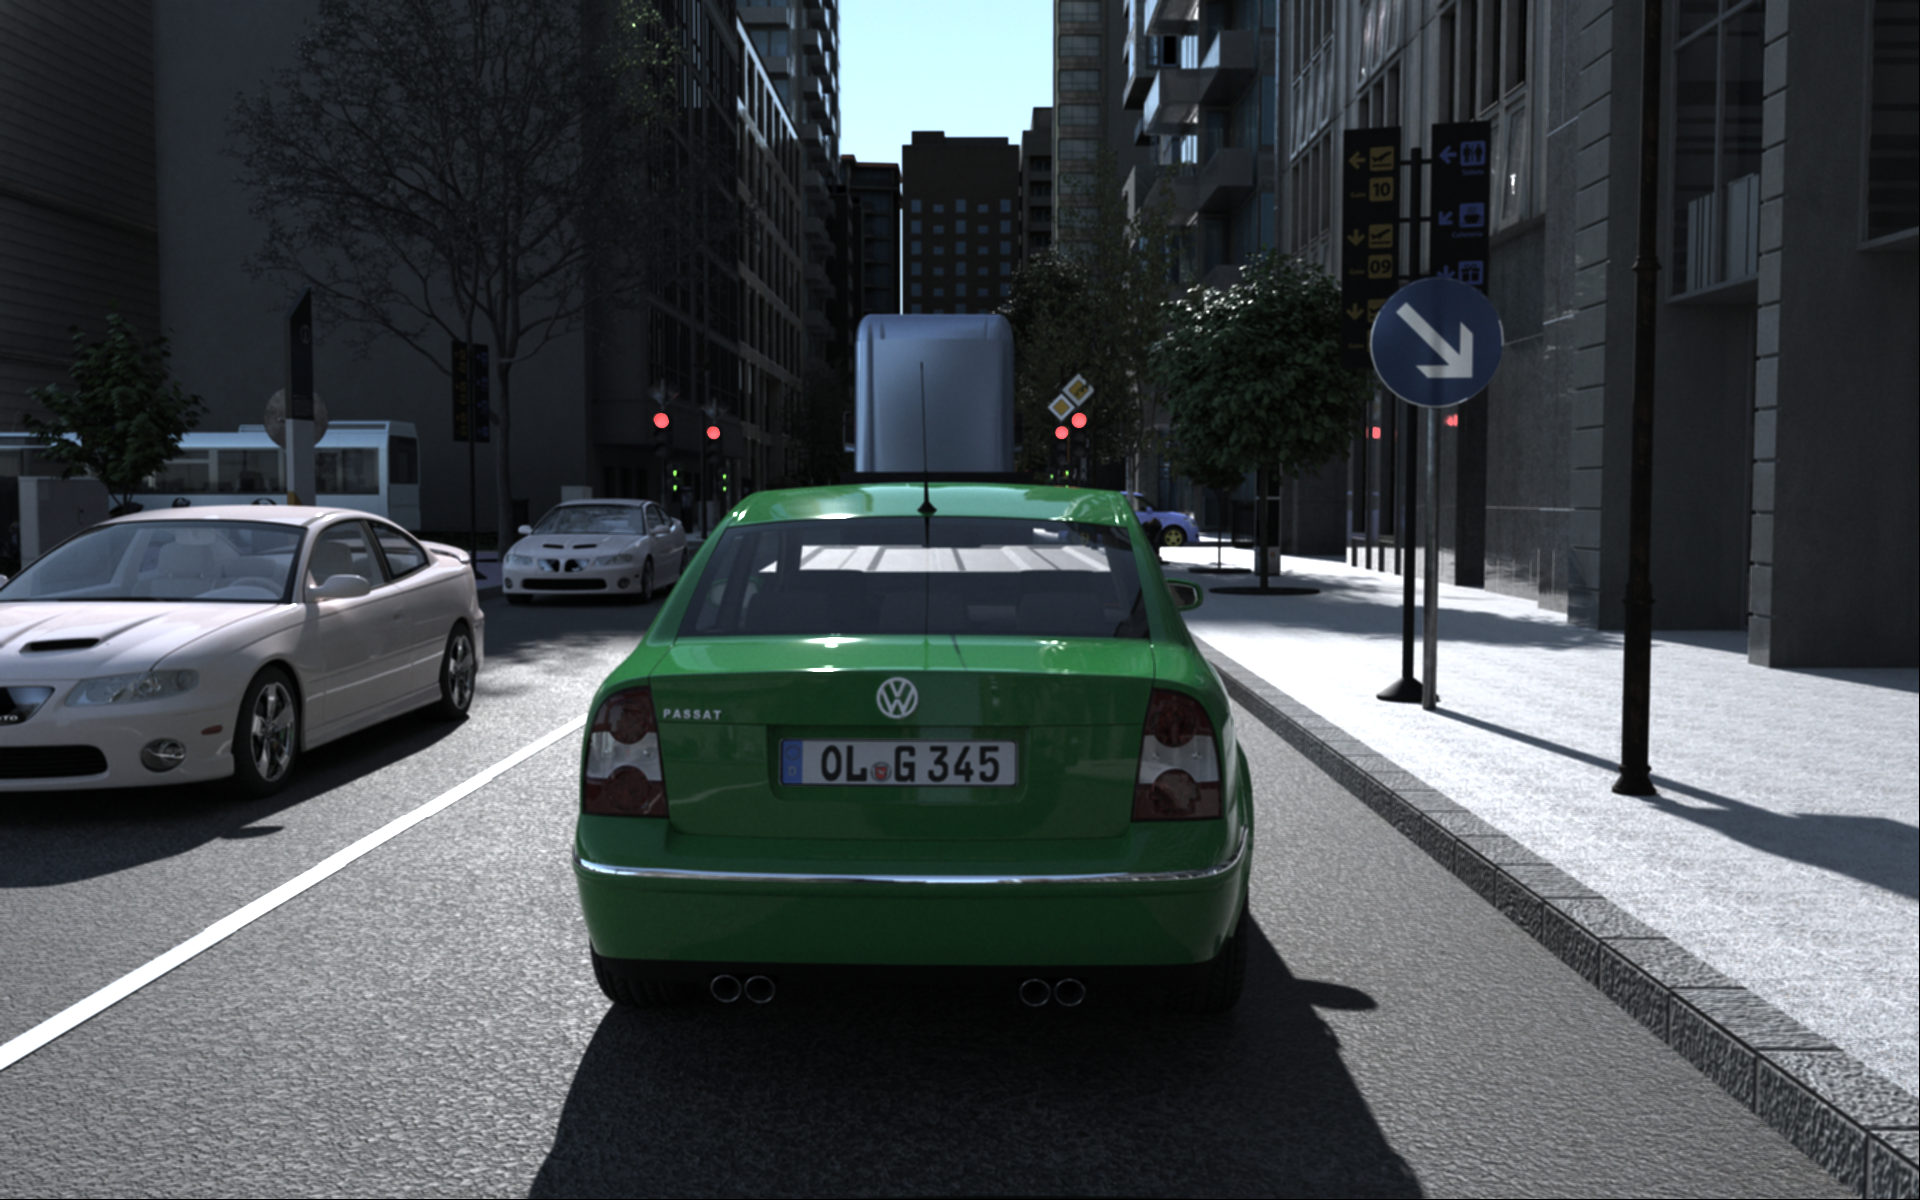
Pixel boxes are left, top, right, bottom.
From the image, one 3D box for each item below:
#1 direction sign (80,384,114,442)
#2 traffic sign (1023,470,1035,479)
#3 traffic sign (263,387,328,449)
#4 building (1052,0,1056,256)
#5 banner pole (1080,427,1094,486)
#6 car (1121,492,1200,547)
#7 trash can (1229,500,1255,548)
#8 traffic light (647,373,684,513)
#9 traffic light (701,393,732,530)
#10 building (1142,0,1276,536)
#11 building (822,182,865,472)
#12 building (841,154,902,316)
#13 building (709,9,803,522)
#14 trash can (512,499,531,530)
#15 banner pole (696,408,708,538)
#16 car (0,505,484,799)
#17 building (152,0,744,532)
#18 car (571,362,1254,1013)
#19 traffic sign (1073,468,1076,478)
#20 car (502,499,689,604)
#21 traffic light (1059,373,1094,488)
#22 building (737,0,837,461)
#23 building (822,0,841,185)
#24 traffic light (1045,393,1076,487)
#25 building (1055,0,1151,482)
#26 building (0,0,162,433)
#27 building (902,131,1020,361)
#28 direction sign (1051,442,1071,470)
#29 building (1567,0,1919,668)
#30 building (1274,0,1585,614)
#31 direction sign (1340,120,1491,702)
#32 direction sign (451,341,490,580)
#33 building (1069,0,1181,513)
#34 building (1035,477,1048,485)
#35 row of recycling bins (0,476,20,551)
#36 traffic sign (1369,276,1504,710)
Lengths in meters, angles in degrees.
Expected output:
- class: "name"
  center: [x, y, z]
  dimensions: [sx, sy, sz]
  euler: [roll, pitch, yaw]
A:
- class: "direction sign"
  center: [-17.549, -2.660, 35.483]
  dimensions: [0.379, 3.537, 0.876]
  euler: [2, 4, 33]
- class: "traffic sign"
  center: [3.564, -5.581, 91.353]
  dimensions: [0.768, 2.556, 0.104]
  euler: [0, 4, 3]
- class: "traffic sign"
  center: [-7.789, -1.236, 20.322]
  dimensions: [0.768, 2.556, 0.104]
  euler: [0, 4, 1]
- class: "building"
  center: [18.854, -37.601, 156.781]
  dimensions: [21.231, 58.520, 28.212]
  euler: [0, 4, 0]
- class: "banner pole"
  center: [4.791, -4.580, 64.904]
  dimensions: [0.863, 3.779, 0.401]
  euler: [0, 4, -2]
- class: "car"
  center: [4.415, -2.183, 45.286]
  dimensions: [3.694, 1.707, 1.945]
  euler: [0, 4, 2]
- class: "trash can"
  center: [6.749, -1.802, 41.119]
  dimensions: [0.748, 1.137, 0.748]
  euler: [0, 3, 0]
- class: "traffic light"
  center: [-6.879, -3.147, 40.379]
  dimensions: [0.839, 4.253, 0.868]
  euler: [0, 4, 0]
- class: "traffic light"
  center: [-6.810, -3.636, 48.363]
  dimensions: [0.839, 4.253, 0.868]
  euler: [0, 4, 0]
- class: "building"
  center: [21.766, -26.968, 60.529]
  dimensions: [30.456, 49.044, 23.786]
  euler: [0, 4, 0]
- class: "building"
  center: [-16.320, -23.826, 161.255]
  dimensions: [14.160, 30.474, 14.107]
  euler: [0, 4, 0]
- class: "building"
  center: [-21.812, -34.677, 221.589]
  dimensions: [28.867, 44.769, 22.147]
  euler: [0, 4, 0]
- class: "building"
  center: [-19.648, -17.576, 91.885]
  dimensions: [19.350, 26.468, 34.151]
  euler: [0, 4, 0]
- class: "trash can"
  center: [-12.488, -2.276, 48.858]
  dimensions: [0.748, 1.137, 0.748]
  euler: [0, 3, 0]
- class: "banner pole"
  center: [-7.530, -3.705, 50.589]
  dimensions: [0.401, 3.779, 0.863]
  euler: [0, 4, -6]
- class: "car"
  center: [-4.119, 0.164, 9.677]
  dimensions: [2.083, 1.381, 4.827]
  euler: [0, 4, 2]
- class: "building"
  center: [-16.441, -16.446, 62.406]
  dimensions: [14.314, 27.812, 24.014]
  euler: [0, 4, 0]
- class: "car"
  center: [-0.052, 0.160, 6.185]
  dimensions: [1.959, 1.807, 4.718]
  euler: [0, 4, 2]
- class: "traffic sign"
  center: [3.721, -3.584, 59.782]
  dimensions: [0.795, 2.450, 0.064]
  euler: [0, 4, 7]
- class: "car"
  center: [-4.970, -0.720, 24.131]
  dimensions: [2.083, 1.381, 4.827]
  euler: [0, 4, 1]
- class: "traffic light"
  center: [2.732, -3.143, 40.312]
  dimensions: [0.839, 4.253, 0.868]
  euler: [0, 4, 0]
- class: "building"
  center: [-21.646, -31.717, 138.184]
  dimensions: [23.786, 49.044, 30.456]
  euler: [0, 4, 0]
- class: "building"
  center: [-24.737, -53.286, 183.891]
  dimensions: [31.000, 86.520, 22.319]
  euler: [0, 4, 0]
- class: "traffic light"
  center: [2.801, -3.632, 48.297]
  dimensions: [0.839, 4.253, 0.868]
  euler: [0, 4, 0]
- class: "building"
  center: [14.394, -27.670, 135.994]
  dimensions: [14.154, 41.232, 14.086]
  euler: [0, 4, 0]
- class: "building"
  center: [-40.091, -16.483, 56.883]
  dimensions: [23.554, 28.519, 14.401]
  euler: [0, 4, 0]
- class: "building"
  center: [0.150, -34.652, 216.676]
  dimensions: [14.200, 45.320, 14.600]
  euler: [0, 4, 0]
- class: "direction sign"
  center: [4.329, -5.034, 74.305]
  dimensions: [0.876, 3.537, 0.379]
  euler: [0, 4, -8]
- class: "building"
  center: [11.260, -13.699, 1.479]
  dimensions: [11.434, 29.767, 29.804]
  euler: [0, 4, 0]
- class: "building"
  center: [12.581, -12.747, 26.441]
  dimensions: [12.078, 24.808, 19.932]
  euler: [0, 4, 0]
- class: "direction sign"
  center: [2.801, -1.146, 10.733]
  dimensions: [0.876, 3.537, 0.379]
  euler: [1, 4, 19]
- class: "direction sign"
  center: [-7.333, -2.081, 26.026]
  dimensions: [0.379, 3.537, 0.876]
  euler: [1, 4, 20]
- class: "building"
  center: [18.209, -48.123, 99.486]
  dimensions: [22.319, 86.520, 31.000]
  euler: [0, 4, 0]
- class: "building"
  center: [24.221, -30.059, 183.348]
  dimensions: [32.217, 40.220, 23.993]
  euler: [0, 4, 0]
- class: "row of recycling bins"
  center: [-21.979, -2.008, 39.936]
  dimensions: [1.069, 1.692, 3.534]
  euler: [-1, 4, -15]
- class: "traffic sign"
  center: [2.795, -0.620, 10.242]
  dimensions: [0.768, 2.556, 0.104]
  euler: [0, 4, 7]
